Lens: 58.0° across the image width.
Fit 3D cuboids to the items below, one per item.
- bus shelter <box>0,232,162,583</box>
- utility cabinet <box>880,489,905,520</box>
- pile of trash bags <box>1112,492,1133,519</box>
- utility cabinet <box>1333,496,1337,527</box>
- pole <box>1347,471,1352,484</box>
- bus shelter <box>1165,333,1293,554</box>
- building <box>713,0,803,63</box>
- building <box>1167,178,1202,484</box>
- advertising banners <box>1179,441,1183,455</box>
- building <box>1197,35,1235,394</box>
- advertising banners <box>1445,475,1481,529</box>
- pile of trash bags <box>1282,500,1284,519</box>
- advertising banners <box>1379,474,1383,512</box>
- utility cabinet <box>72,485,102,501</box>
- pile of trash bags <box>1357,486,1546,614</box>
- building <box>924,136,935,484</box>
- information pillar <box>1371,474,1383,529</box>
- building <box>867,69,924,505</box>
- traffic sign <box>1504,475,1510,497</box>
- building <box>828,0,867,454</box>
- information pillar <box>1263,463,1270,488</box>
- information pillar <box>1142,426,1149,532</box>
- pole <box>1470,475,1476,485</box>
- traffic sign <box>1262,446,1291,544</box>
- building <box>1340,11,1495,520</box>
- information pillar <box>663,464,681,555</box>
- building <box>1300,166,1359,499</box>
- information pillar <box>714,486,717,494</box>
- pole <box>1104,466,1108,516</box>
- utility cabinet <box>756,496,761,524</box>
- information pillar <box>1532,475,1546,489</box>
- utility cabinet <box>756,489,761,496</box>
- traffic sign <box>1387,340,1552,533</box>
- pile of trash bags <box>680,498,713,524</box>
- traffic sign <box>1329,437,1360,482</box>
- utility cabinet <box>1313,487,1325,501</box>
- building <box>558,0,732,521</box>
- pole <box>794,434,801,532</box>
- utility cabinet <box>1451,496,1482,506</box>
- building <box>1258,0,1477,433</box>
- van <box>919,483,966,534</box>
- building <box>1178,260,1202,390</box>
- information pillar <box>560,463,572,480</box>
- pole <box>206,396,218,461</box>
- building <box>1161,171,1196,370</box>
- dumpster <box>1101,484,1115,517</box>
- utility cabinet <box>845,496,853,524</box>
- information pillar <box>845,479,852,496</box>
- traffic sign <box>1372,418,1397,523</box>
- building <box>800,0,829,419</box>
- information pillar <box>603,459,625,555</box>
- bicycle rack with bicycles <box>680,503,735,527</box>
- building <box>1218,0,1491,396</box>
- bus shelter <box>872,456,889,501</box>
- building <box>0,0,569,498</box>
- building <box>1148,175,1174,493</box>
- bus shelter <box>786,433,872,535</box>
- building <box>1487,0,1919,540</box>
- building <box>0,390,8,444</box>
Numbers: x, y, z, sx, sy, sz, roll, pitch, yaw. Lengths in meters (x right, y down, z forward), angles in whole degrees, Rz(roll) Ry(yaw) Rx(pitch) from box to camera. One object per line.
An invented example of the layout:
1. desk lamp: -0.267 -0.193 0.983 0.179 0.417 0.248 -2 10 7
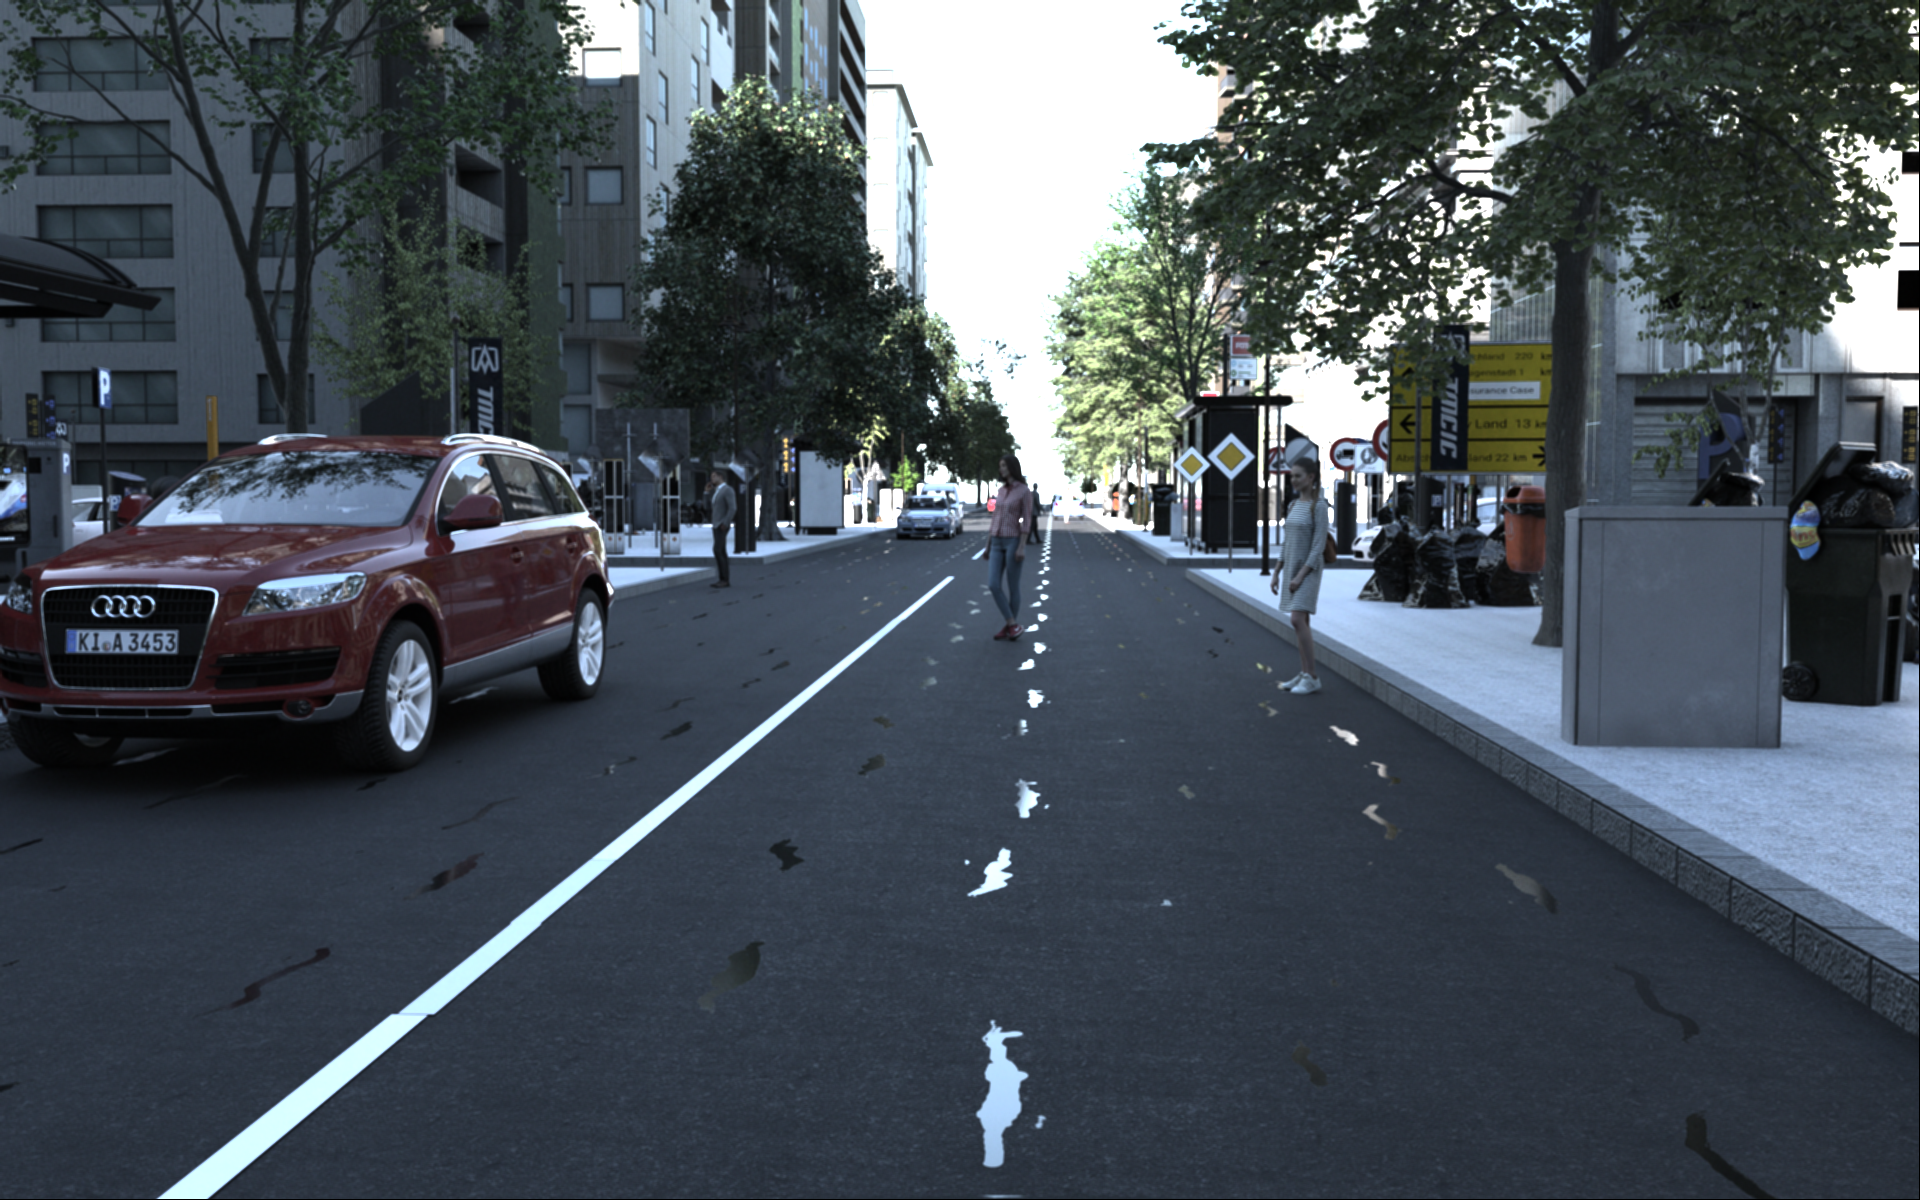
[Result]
1. bus shelter: -7.582 -1.063 11.305 2.014 3.302 5.546 0 4 3
2. utility cabinet: -3.238 -4.560 83.240 1.173 1.500 0.318 2 4 25
3. pile of trash bags: 9.428 -4.892 89.736 3.447 1.369 1.912 -2 4 -25
4. utility cabinet: 14.623 -3.414 66.977 0.306 1.237 1.020 1 4 19
5. pole: 15.165 -4.501 67.442 0.158 3.312 0.155 0 3 0
6. bus shelter: 6.268 -3.883 41.113 2.179 5.291 8.768 0 4 3
7. building: -18.719 -26.643 119.201 14.154 41.232 14.086 0 4 3
8. building: 34.068 -33.153 225.647 14.154 41.232 14.086 0 4 3
9. advertising banners: 8.115 -3.753 57.552 2.074 3.025 0.090 -2 4 -28
10. building: 30.897 -31.608 166.898 14.600 45.320 14.200 0 4 3
11. advertising banners: 7.101 -1.738 24.609 0.090 3.025 2.074 0 4 3
12. pile of trash bags: 16.100 -5.008 91.632 3.447 1.369 1.912 2 4 28
13. advertising banners: 11.793 -3.202 48.545 0.090 3.025 2.074 1 4 12
14. utility cabinet: -22.122 -2.128 43.471 1.173 1.500 0.318 0 4 -1
15. pile of trash bags: 5.902 -0.613 19.778 1.912 1.369 3.447 0 4 -6
16. building: -18.639 -40.272 247.681 28.713 52.752 27.495 0 4 3
17. information pillar: 14.499 -3.410 60.238 0.304 2.012 0.304 -3 5 -44
18. building: -20.350 -38.596 220.290 28.713 52.752 27.495 0 4 3
19. traffic sign: 8.334 -1.607 26.388 0.768 2.556 0.104 0 4 6
20. building: -19.845 -32.267 151.271 21.300 48.544 21.600 0 4 3
21. information pillar: 19.299 -7.195 108.992 0.504 3.616 0.183 -1 4 -18
22. information pillar: 6.356 -4.149 59.198 0.183 3.616 0.504 0 3 0
23. pole: 15.513 -3.580 52.373 0.158 3.312 0.155 0 3 0
24. traffic sign: 8.220 -2.729 44.615 0.884 2.594 0.081 0 4 8
25. building: 25.447 -14.385 76.997 13.314 21.916 24.055 0 4 3
26. information pillar: -6.083 -1.951 36.383 0.304 2.012 0.304 -3 5 -42
27. building: 26.415 -16.118 99.694 11.583 22.565 21.152 0 4 3
28. information pillar: -8.051 -3.269 57.947 0.304 2.012 0.304 -1 4 -14
29. pole: 8.526 -6.563 101.146 0.158 3.312 0.155 0 3 0
30. utility cabinet: -8.477 -3.874 74.506 1.020 1.237 0.306 -2 4 -26
31. information pillar: 8.306 -2.017 24.327 0.504 3.616 0.183 1 4 13
32. utility cabinet: -9.418 -4.333 79.528 0.318 1.500 1.173 3 4 38
33. traffic sign: 6.886 -1.793 23.189 2.265 3.308 0.079 1 4 11
34. pile of trash bags: -11.472 -3.968 74.630 1.912 1.369 3.447 2 4 27
35. traffic sign: 8.601 -2.357 38.636 0.768 2.556 0.104 0 4 6
36. utility cabinet: 10.563 -2.674 52.402 0.318 1.500 1.173 -1 4 -22
37. building: -27.569 -30.848 93.596 28.713 52.752 27.495 0 4 3
38. pole: -5.520 -3.974 58.812 0.158 3.312 0.155 0 3 0
39. utility cabinet: 16.205 -2.716 55.575 1.020 1.237 0.306 0 4 4
40. building: 28.161 -26.932 123.937 14.154 41.232 14.086 0 4 3
41. van: -0.763 -3.409 62.742 2.013 2.044 4.112 0 4 2
42. building: 33.647 -26.924 211.908 14.160 30.474 14.107 0 4 3
43. information pillar: -9.300 -2.212 40.661 0.304 2.012 0.304 3 5 42
44. pole: -15.556 -2.584 36.097 0.158 3.312 0.155 0 3 0
45. building: 35.140 -36.055 239.602 14.600 45.320 14.200 0 4 3
46. dumpster: 8.728 -5.712 99.152 1.264 1.857 1.865 0 4 3
47. utility cabinet: -4.732 -3.906 75.029 0.306 1.237 1.020 -1 4 -22
48. information pillar: -5.392 -4.800 82.973 0.304 2.012 0.304 -3 4 -36
49. traffic sign: 7.199 -1.748 28.679 0.768 2.556 0.104 1 4 11
50. building: -17.861 -29.557 133.371 14.600 45.320 14.200 0 4 3
51. information pillar: -7.330 -1.970 36.701 0.304 2.012 0.304 2 4 28
52. bicycle rack with bicycles: -9.614 -3.282 67.050 2.852 0.926 2.925 1 4 9
53. building: 33.264 -30.009 145.263 22.147 44.769 28.867 0 4 3
54. bus shelter: -4.937 -5.873 89.954 2.014 3.302 5.546 0 4 3
55. building: -22.383 -17.582 59.161 14.160 30.474 14.107 0 4 3
56. building: 39.224 -38.789 257.898 21.300 48.544 21.600 0 4 3
57. bus shelter: -4.259 -3.833 56.596 2.014 3.302 5.546 0 4 3
58. building: 27.257 -14.243 50.902 19.932 24.808 12.078 0 4 3
59. building: -44.084 -22.848 65.440 23.993 40.220 32.217 0 4 3
